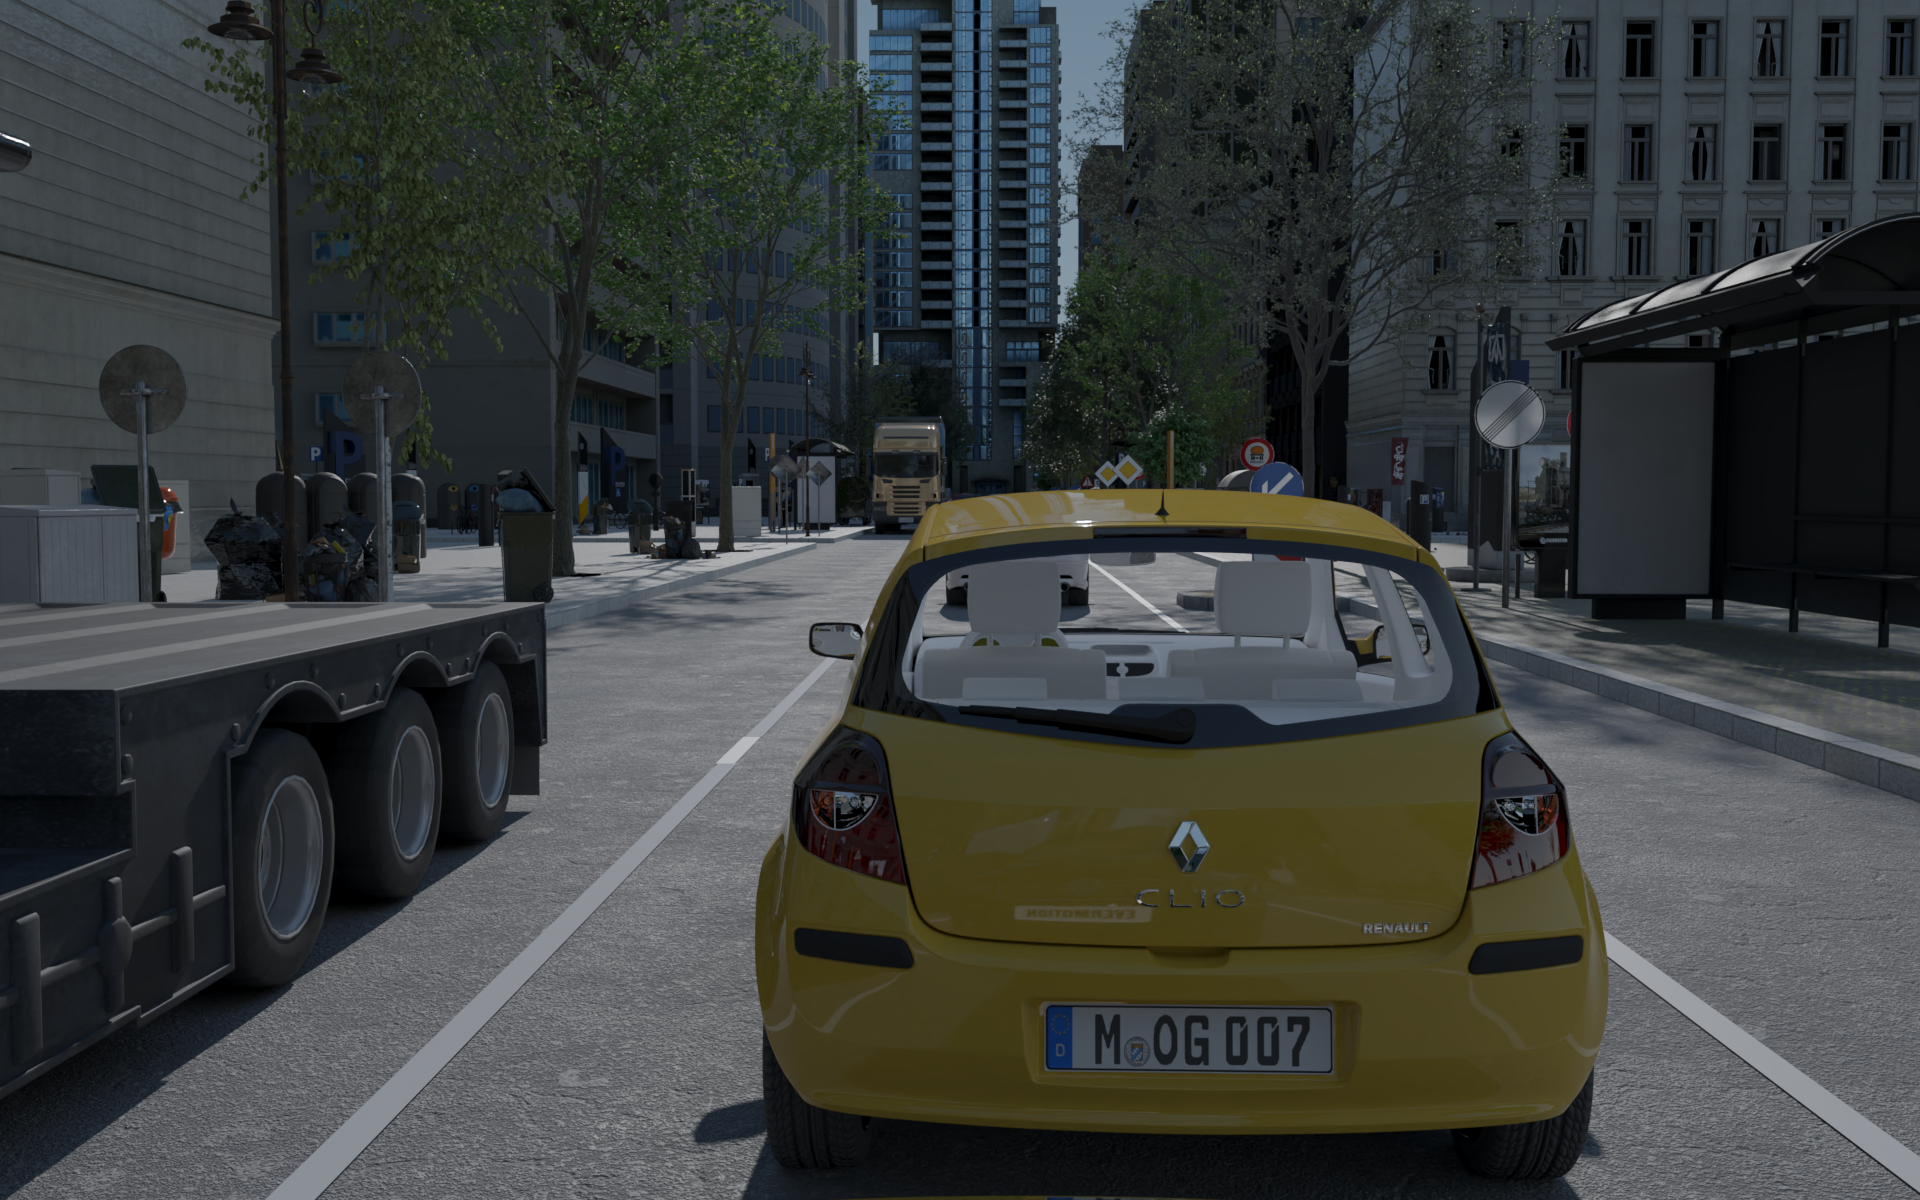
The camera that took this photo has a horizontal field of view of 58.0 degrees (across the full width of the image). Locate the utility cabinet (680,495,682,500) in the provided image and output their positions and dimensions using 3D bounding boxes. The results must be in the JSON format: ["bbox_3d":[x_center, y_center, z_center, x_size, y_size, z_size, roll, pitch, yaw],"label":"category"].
[{"bbox_3d":[-12.381,-4.198,79.803,1.020,1.237,0.306,1,4,19],"label":"utility cabinet"}]

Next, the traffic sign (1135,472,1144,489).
[{"bbox_3d":[6.357,-3.810,62.395,0.768,2.556,0.104,1,4,10],"label":"traffic sign"}]

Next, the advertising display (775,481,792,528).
[{"bbox_3d":[-6.794,-3.735,66.283,0.123,1.923,0.974,3,4,37],"label":"advertising display"}]

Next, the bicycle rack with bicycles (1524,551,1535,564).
[{"bbox_3d":[10.992,-1.142,32.048,2.925,0.926,2.852,1,4,16],"label":"bicycle rack with bicycles"}]

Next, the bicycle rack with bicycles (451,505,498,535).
[{"bbox_3d":[-15.302,-2.590,55.722,2.852,0.926,2.925,1,4,14],"label":"bicycle rack with bicycles"}]

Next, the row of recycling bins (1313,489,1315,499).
[{"bbox_3d":[11.448,-3.440,63.362,3.534,1.692,1.069,-2,4,-23],"label":"row of recycling bins"}]

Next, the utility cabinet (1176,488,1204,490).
[{"bbox_3d":[8.674,-3.495,65.816,1.173,1.500,0.318,-2,4,-26],"label":"utility cabinet"}]

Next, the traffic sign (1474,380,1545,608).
[{"bbox_3d":[6.151,-1.183,19.455,0.768,2.556,0.104,0,4,8],"label":"traffic sign"}]

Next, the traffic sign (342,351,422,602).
[{"bbox_3d":[-5.148,-0.936,15.413,0.768,2.556,0.104,1,4,11],"label":"traffic sign"}]

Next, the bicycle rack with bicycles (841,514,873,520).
[{"bbox_3d":[-5.174,-4.296,83.622,2.925,0.926,2.852,0,4,-6],"label":"bicycle rack with bicycles"}]

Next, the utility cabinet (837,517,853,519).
[{"bbox_3d":[-6.043,-4.865,90.698,1.020,1.237,0.306,3,5,43],"label":"utility cabinet"}]

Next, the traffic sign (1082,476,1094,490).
[{"bbox_3d":[8.943,-7.426,121.424,0.884,2.594,0.081,0,4,3],"label":"traffic sign"}]

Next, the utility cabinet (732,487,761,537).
[{"bbox_3d":[-6.489,-2.638,51.803,0.318,1.500,1.173,3,5,41],"label":"utility cabinet"}]

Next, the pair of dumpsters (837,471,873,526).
[{"bbox_3d":[-4.353,-4.261,72.156,1.574,2.255,4.437,0,4,1],"label":"pair of dumpsters"}]

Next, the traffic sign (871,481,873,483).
[{"bbox_3d":[-5.216,-6.389,104.471,0.884,2.594,0.081,0,4,8],"label":"traffic sign"}]

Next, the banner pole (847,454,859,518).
[{"bbox_3d":[-5.792,-6.391,94.516,0.863,3.779,0.401,-1,4,-12],"label":"banner pole"}]

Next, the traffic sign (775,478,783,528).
[{"bbox_3d":[-6.734,-3.863,65.296,0.606,2.300,0.079,0,4,4],"label":"traffic sign"}]

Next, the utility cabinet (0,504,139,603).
[{"bbox_3d":[-5.133,0.071,10.002,0.306,1.237,1.020,0,4,3],"label":"utility cabinet"}]

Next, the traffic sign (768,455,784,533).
[{"bbox_3d":[-5.898,-3.446,56.443,0.768,2.556,0.104,1,4,11],"label":"traffic sign"}]

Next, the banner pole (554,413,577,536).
[{"bbox_3d":[-12.146,-3.864,53.195,0.401,3.779,0.863,2,4,33],"label":"banner pole"}]

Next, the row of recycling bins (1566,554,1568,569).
[{"bbox_3d":[11.303,-1.311,28.547,1.069,1.692,3.534,-1,4,-23],"label":"row of recycling bins"}]

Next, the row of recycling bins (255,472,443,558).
[{"bbox_3d":[-11.859,-1.612,33.472,1.069,1.692,3.534,2,4,35],"label":"row of recycling bins"}]

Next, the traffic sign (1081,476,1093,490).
[{"bbox_3d":[9.074,-7.574,123.833,0.884,2.594,0.081,0,4,4],"label":"traffic sign"}]

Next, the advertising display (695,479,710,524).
[{"bbox_3d":[-11.125,-4.188,73.687,0.974,1.923,0.123,-1,4,-15],"label":"advertising display"}]

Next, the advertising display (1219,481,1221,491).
[{"bbox_3d":[13.515,-5.023,87.344,0.974,1.923,0.123,0,4,7],"label":"advertising display"}]

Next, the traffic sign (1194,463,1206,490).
[{"bbox_3d":[8.468,-3.804,62.308,0.768,2.556,0.104,0,4,2],"label":"traffic sign"}]

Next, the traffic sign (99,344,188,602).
[{"bbox_3d":[-6.963,-0.897,14.775,0.768,2.556,0.104,0,4,2],"label":"traffic sign"}]

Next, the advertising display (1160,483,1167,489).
[{"bbox_3d":[10.178,-4.824,84.087,0.974,1.923,0.123,3,4,36],"label":"advertising display"}]

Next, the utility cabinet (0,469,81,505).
[{"bbox_3d":[-8.236,-0.421,15.559,1.173,1.500,0.318,3,5,44],"label":"utility cabinet"}]

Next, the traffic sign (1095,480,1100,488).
[{"bbox_3d":[9.540,-7.155,119.106,0.606,2.300,0.079,0,4,2],"label":"traffic sign"}]

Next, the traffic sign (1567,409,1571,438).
[{"bbox_3d":[7.997,-1.324,21.755,0.768,2.556,0.104,1,4,11],"label":"traffic sign"}]

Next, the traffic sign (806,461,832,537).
[{"bbox_3d":[-4.229,-2.957,51.983,0.795,2.450,0.064,0,4,1],"label":"traffic sign"}]

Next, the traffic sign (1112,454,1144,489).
[{"bbox_3d":[4.240,-2.456,43.793,0.795,2.450,0.064,0,4,1],"label":"traffic sign"}]

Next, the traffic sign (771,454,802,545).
[{"bbox_3d":[-4.402,-2.468,44.000,0.795,2.450,0.064,0,4,1],"label":"traffic sign"}]

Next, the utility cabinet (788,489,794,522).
[{"bbox_3d":[-7.632,-4.304,79.048,1.173,1.500,0.318,3,5,41],"label":"utility cabinet"}]

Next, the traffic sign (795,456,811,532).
[{"bbox_3d":[-5.325,-3.596,58.793,0.884,2.594,0.081,1,4,9],"label":"traffic sign"}]

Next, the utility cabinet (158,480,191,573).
[{"bbox_3d":[-12.872,-1.158,27.619,0.318,1.500,1.173,2,4,23],"label":"utility cabinet"}]

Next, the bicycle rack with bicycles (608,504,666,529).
[{"bbox_3d":[-11.789,-3.117,64.352,2.925,0.926,2.852,3,4,37],"label":"bicycle rack with bicycles"}]

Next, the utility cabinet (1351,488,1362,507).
[{"bbox_3d":[13.895,-3.210,61.161,0.318,1.500,1.173,2,4,28],"label":"utility cabinet"}]

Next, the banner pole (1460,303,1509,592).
[{"bbox_3d":[6.901,-1.995,22.632,0.401,3.779,0.863,-1,4,-15],"label":"banner pole"}]

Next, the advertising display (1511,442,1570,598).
[{"bbox_3d":[7.287,-0.987,21.347,0.974,1.923,0.123,0,4,-8],"label":"advertising display"}]

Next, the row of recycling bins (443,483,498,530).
[{"bbox_3d":[-17.203,-3.420,63.032,3.534,1.692,1.069,-1,4,-11],"label":"row of recycling bins"}]

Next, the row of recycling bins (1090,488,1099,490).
[{"bbox_3d":[9.470,-6.605,115.100,1.069,1.692,3.534,2,4,27],"label":"row of recycling bins"}]

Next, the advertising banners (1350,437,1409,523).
[{"bbox_3d":[12.870,-3.525,53.818,2.074,3.025,0.090,1,4,22],"label":"advertising banners"}]

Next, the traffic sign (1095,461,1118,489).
[{"bbox_3d":[4.413,-2.944,51.776,0.795,2.450,0.064,0,4,1],"label":"traffic sign"}]

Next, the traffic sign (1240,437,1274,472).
[{"bbox_3d":[6.691,-2.385,39.102,0.768,2.556,0.104,0,4,2],"label":"traffic sign"}]
